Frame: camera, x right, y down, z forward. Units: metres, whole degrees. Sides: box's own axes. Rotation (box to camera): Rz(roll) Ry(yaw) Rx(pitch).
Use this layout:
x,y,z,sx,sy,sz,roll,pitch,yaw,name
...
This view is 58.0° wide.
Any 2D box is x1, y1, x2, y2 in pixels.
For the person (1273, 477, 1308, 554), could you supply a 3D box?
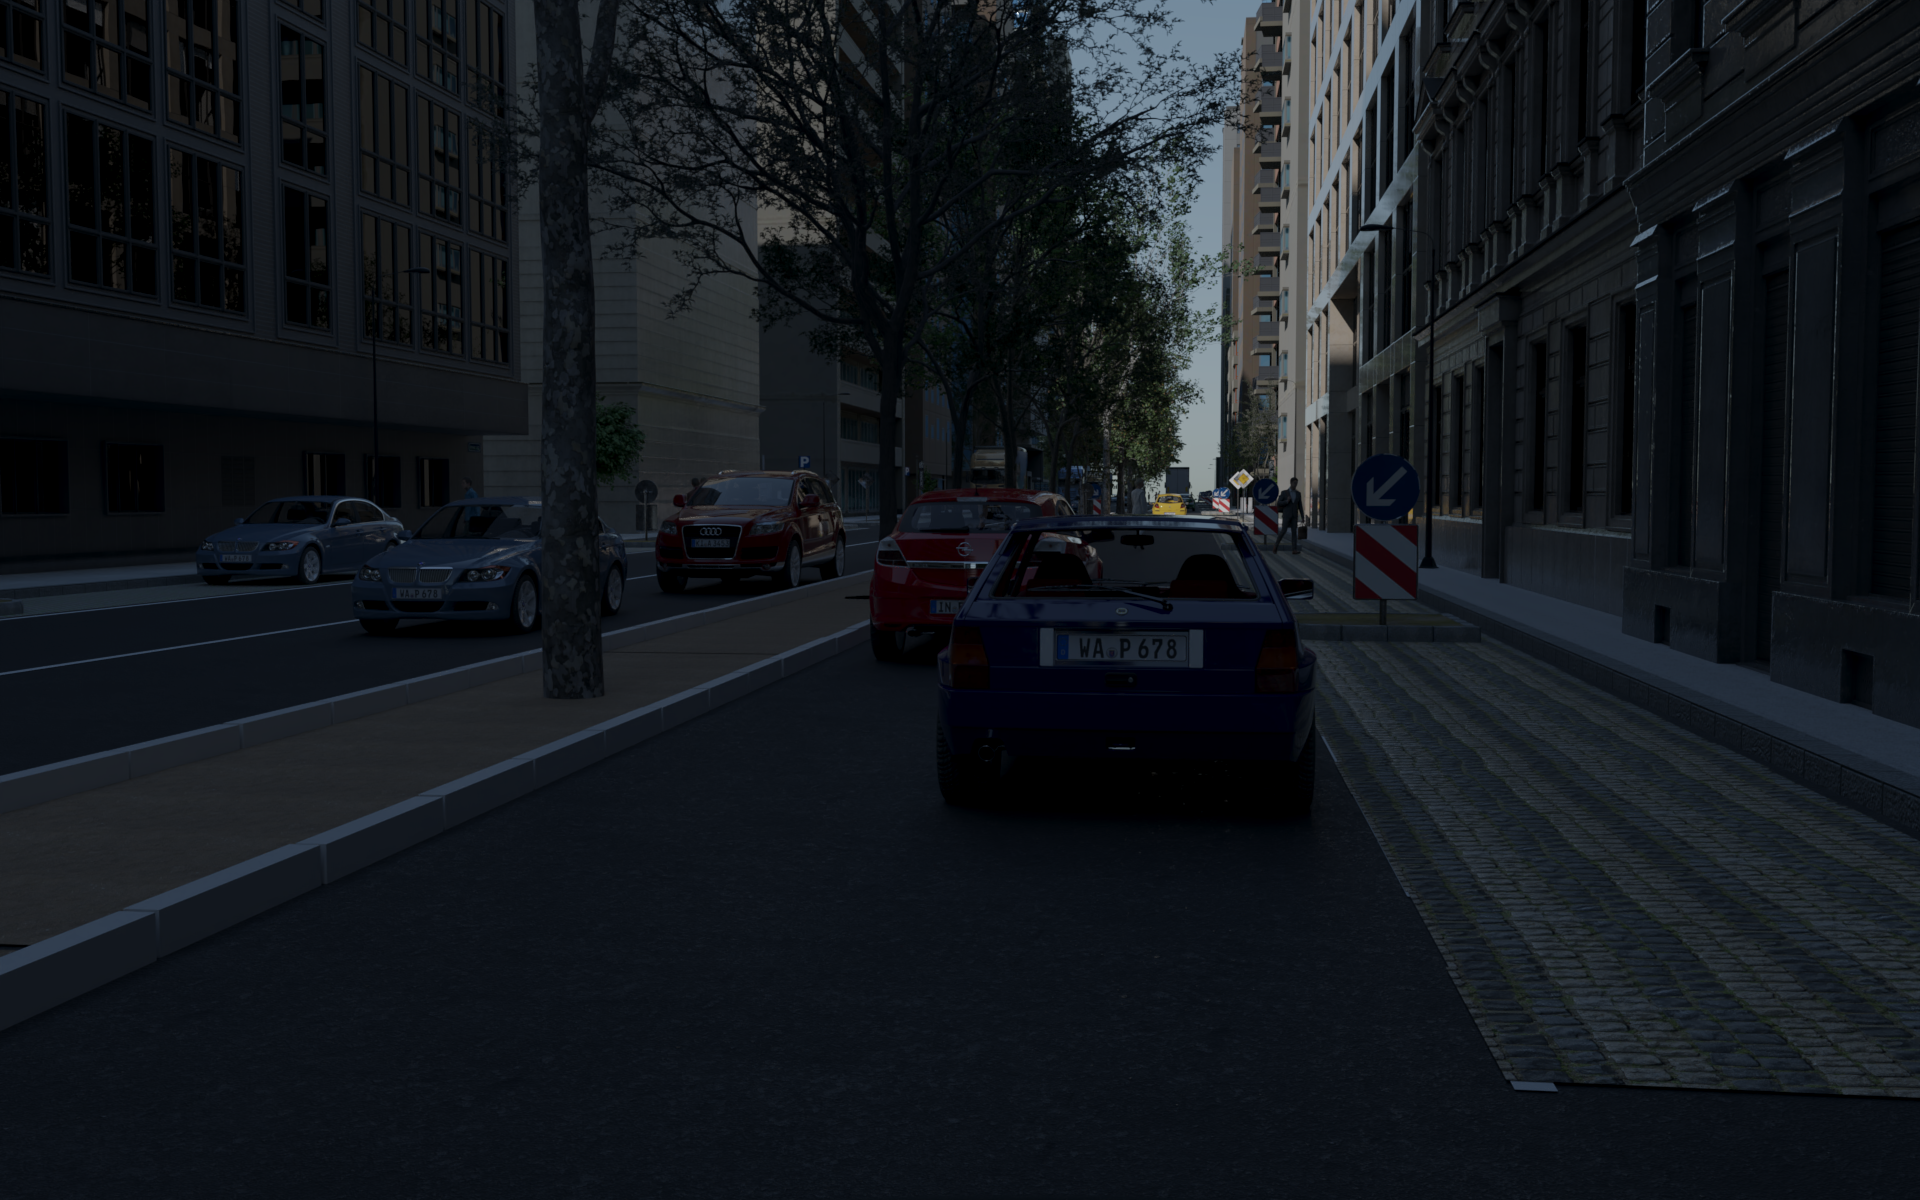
x,y,z,sx,sy,sz,roll,pitch,yaw,name
7.807,-1.988,40.960,0.622,1.834,0.822,-2,4,-25,person

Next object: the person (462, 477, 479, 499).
x,y,z,sx,sy,sz,roll,pitch,yaw,name
-9.950,-1.625,35.405,0.444,1.785,0.601,-1,4,-18,person

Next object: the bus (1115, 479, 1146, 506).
x,y,z,sx,sy,sz,roll,pitch,yaw,name
20.479,-12.958,206.730,2.948,3.499,13.247,1,4,10,bus

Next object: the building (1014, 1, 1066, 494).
x,y,z,sx,sy,sz,roll,pitch,yaw,name
5.098,-57.442,251.854,22.319,86.520,31.000,0,4,8,building

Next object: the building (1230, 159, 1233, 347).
x,y,z,sx,sy,sz,roll,pitch,yaw,name
41.017,-34.703,217.497,14.600,45.320,14.200,0,4,8,building

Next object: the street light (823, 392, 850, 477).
x,y,z,sx,sy,sz,roll,pitch,yaw,name
-5.696,-6.531,79.326,1.470,5.913,1.316,0,4,8,street light

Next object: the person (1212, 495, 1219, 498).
x,y,z,sx,sy,sz,roll,pitch,yaw,name
26.547,-10.489,180.540,0.990,1.755,0.434,-1,4,-16,person

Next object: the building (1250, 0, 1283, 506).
x,y,z,sx,sy,sz,roll,pitch,yaw,name
32.140,-28.638,122.852,22.147,44.769,28.867,0,4,8,building

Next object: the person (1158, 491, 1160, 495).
x,y,z,sx,sy,sz,roll,pitch,yaw,name
24.533,-12.479,212.401,0.599,1.838,0.709,1,4,10,person

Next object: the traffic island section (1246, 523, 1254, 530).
x,y,z,sx,sy,sz,roll,pitch,yaw,name
12.386,-3.354,77.113,2.009,0.180,2.903,0,4,8,traffic island section

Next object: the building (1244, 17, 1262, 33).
x,y,z,sx,sy,sz,roll,pitch,yaw,name
33.023,-31.202,160.263,14.600,45.320,14.200,0,4,8,building

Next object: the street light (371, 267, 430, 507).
x,y,z,sx,sy,sz,roll,pitch,yaw,name
-11.543,-3.863,35.709,1.470,5.913,1.316,0,4,8,street light

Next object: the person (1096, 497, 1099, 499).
x,y,z,sx,sy,sz,roll,pitch,yaw,name
14.466,-10.597,182.681,0.541,1.710,0.530,-1,4,-9,person

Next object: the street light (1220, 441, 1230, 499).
x,y,z,sx,sy,sz,roll,pitch,yaw,name
23.703,-10.934,151.305,1.470,5.913,1.316,0,4,8,street light

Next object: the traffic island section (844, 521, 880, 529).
x,y,z,sx,sy,sz,roll,pitch,yaw,name
-4.307,-3.490,79.335,2.009,0.180,2.903,0,4,8,traffic island section

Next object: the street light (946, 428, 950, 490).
x,y,z,sx,sy,sz,roll,pitch,yaw,name
-0.377,-8.934,118.611,1.470,5.913,1.316,0,4,8,street light

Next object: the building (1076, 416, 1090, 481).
x,y,z,sx,sy,sz,roll,pitch,yaw,name
15.098,-39.517,296.220,14.600,45.320,14.200,0,4,8,building

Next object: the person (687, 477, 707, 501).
x,y,z,sx,sy,sz,roll,pitch,yaw,name
-5.978,-1.929,40.009,0.573,1.828,0.580,1,4,21,person

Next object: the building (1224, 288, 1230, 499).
x,y,z,sx,sy,sz,roll,pitch,yaw,name
43.987,-28.756,241.869,14.160,30.474,14.107,0,4,8,building

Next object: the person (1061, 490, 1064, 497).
x,y,z,sx,sy,sz,roll,pitch,yaw,name
9.576,-9.326,160.965,0.705,1.826,1.348,0,4,2,person

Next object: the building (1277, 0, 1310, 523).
x,y,z,sx,sy,sz,roll,pitch,yaw,name
26.768,-28.232,85.288,21.600,48.544,21.300,0,4,8,building

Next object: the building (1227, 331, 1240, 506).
x,y,z,sx,sy,sz,roll,pitch,yaw,name
44.519,-21.449,195.731,27.650,21.520,28.899,0,4,8,building

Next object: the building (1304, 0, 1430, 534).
x,y,z,sx,sy,sz,roll,pitch,yaw,name
20.965,-15.016,50.024,19.350,26.468,34.151,0,4,8,building

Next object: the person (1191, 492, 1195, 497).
x,y,z,sx,sy,sz,roll,pitch,yaw,name
38.468,-17.068,287.564,1.348,1.823,0.705,-2,4,-34,person

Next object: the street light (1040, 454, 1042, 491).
x,y,z,sx,sy,sz,roll,pitch,yaw,name
9.598,-13.588,194.711,1.470,5.913,1.316,0,4,8,street light

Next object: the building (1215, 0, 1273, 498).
x,y,z,sx,sy,sz,roll,pitch,yaw,name
54.687,-59.829,290.880,22.319,86.520,31.000,0,4,8,building

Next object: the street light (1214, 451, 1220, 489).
x,y,z,sx,sy,sz,roll,pitch,yaw,name
28.705,-13.199,188.338,1.470,5.913,1.316,0,4,8,street light

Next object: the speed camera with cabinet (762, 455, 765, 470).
x,y,z,sx,sy,sz,roll,pitch,yaw,name
-9.234,-5.714,87.751,2.038,3.252,0.660,0,4,7,speed camera with cabinet

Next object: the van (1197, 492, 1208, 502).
x,y,z,sx,sy,sz,roll,pitch,yaw,name
40.942,-17.434,292.048,2.013,2.044,4.112,0,4,7,van

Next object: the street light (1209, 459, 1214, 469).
x,y,z,sx,sy,sz,roll,pitch,yaw,name
33.818,-15.575,227.193,1.470,5.913,1.316,0,4,8,street light

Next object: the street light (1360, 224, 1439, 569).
x,y,z,sx,sy,sz,roll,pitch,yaw,name
7.568,-3.506,29.872,1.470,5.913,1.316,0,4,8,street light

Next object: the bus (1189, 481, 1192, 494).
x,y,z,sx,sy,sz,roll,pitch,yaw,name
34.547,-17.010,269.660,2.896,3.916,12.252,1,4,9,bus

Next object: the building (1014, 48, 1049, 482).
x,y,z,sx,sy,sz,roll,pitch,yaw,name
-3.518,-38.000,210.533,28.713,52.752,27.495,0,4,8,building

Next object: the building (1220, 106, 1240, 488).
x,y,z,sx,sy,sz,roll,pitch,yaw,name
50.126,-44.028,261.850,21.231,58.520,28.212,0,4,8,building

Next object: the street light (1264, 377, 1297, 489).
x,y,z,sx,sy,sz,roll,pitch,yaw,name
12.781,-5.892,68.878,1.470,5.913,1.316,0,4,8,street light

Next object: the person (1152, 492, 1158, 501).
x,y,z,sx,sy,sz,roll,pitch,yaw,name
25.692,-13.354,227.558,1.217,1.743,0.721,-3,5,-39,person

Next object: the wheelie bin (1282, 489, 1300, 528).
x,y,z,sx,sy,sz,roll,pitch,yaw,name
12.611,-3.557,66.061,0.693,1.594,0.980,0,4,5,wheelie bin

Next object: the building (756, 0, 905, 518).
x,y,z,sx,sy,sz,roll,pitch,yaw,name
-15.405,-29.036,98.441,21.300,48.544,21.600,0,4,8,building

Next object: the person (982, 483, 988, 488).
x,y,z,sx,sy,sz,roll,pitch,yaw,name
0.769,-2.858,55.567,0.374,1.781,0.599,3,5,40,person

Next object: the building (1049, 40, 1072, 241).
x,y,z,sx,sy,sz,roll,pitch,yaw,name
9.550,-51.388,278.441,20.563,71.187,20.611,0,4,8,building

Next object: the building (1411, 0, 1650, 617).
x,y,z,sx,sy,sz,roll,pitch,yaw,name
12.574,-9.776,24.460,10.561,19.102,19.286,0,4,8,building

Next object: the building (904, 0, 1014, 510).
x,y,z,sx,sy,sz,roll,pitch,yaw,name
-3.033,-30.360,146.494,14.600,45.320,14.200,0,4,8,building

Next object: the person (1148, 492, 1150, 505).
x,y,z,sx,sy,sz,roll,pitch,yaw,name
24.477,-13.153,224.464,0.530,1.710,0.541,2,4,23,person

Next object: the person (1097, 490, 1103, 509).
x,y,z,sx,sy,sz,roll,pitch,yaw,name
14.069,-9.885,170.208,1.350,1.814,0.705,1,4,19,person

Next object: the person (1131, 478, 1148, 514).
x,y,z,sx,sy,sz,roll,pitch,yaw,name
4.583,-2.208,44.485,0.514,1.842,0.818,2,4,34,person

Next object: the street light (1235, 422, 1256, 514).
x,y,z,sx,sy,sz,roll,pitch,yaw,name
18.515,-8.524,111.903,1.470,5.913,1.316,0,4,8,street light
